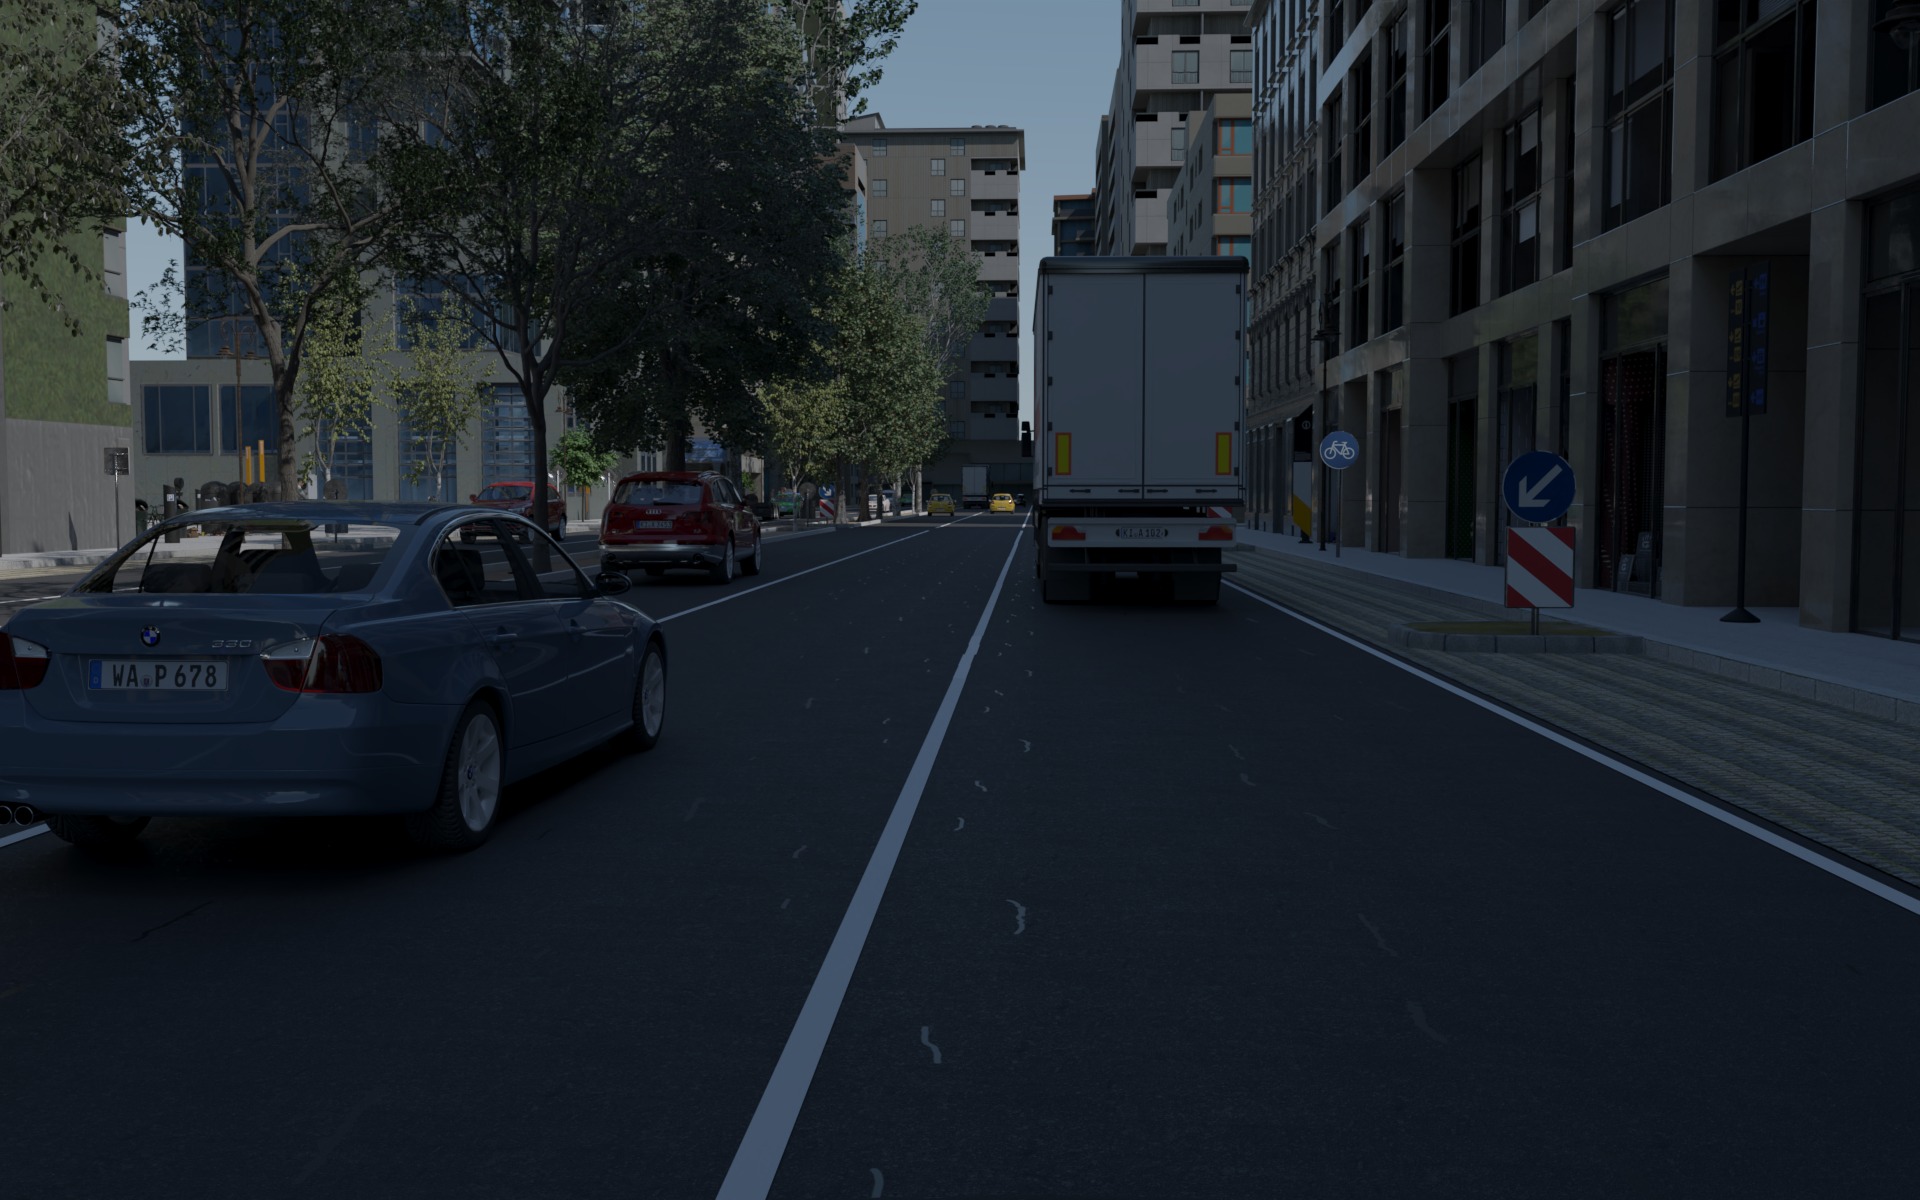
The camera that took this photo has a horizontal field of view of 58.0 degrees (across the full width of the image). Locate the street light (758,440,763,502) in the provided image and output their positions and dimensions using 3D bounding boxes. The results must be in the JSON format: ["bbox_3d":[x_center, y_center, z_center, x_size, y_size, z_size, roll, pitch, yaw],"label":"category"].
[{"bbox_3d":[-14.778,-9.554,128.987,0.468,5.910,1.993,0,4,3],"label":"street light"}]

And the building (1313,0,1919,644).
[{"bbox_3d":[18.253,-13.672,28.056,19.350,26.468,34.151,0,4,3],"label":"building"}]

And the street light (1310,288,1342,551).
[{"bbox_3d":[8.220,-4.054,39.067,0.468,5.910,1.993,0,4,3],"label":"street light"}]

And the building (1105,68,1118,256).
[{"bbox_3d":[27.251,-34.598,189.380,21.300,48.544,21.600,0,4,3],"label":"building"}]

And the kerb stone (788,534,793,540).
[{"bbox_3d":[-5.465,-1.972,54.482,0.120,0.150,1.000,0,4,3],"label":"kerb stone"}]

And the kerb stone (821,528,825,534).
[{"bbox_3d":[-5.095,-2.475,62.657,0.120,0.150,1.000,0,4,3],"label":"kerb stone"}]

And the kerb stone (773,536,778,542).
[{"bbox_3d":[-5.603,-1.787,51.412,0.120,0.150,1.000,0,4,3],"label":"kerb stone"}]

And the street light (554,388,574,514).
[{"bbox_3d":[-17.194,-6.272,75.334,0.468,5.910,1.993,0,4,3],"label":"street light"}]

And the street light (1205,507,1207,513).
[{"bbox_3d":[9.328,-5.664,65.388,0.468,5.910,1.993,0,4,3],"label":"street light"}]

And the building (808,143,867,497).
[{"bbox_3d":[-19.400,-34.700,217.452,14.200,45.320,14.600,0,4,3],"label":"building"}]

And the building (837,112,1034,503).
[{"bbox_3d":[-2.362,-40.240,247.169,27.495,52.752,28.713,0,4,3],"label":"building"}]

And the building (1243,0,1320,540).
[{"bbox_3d":[14.894,-12.578,54.805,9.793,20.994,18.267,0,4,3],"label":"building"}]

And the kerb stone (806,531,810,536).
[{"bbox_3d":[-5.284,-2.225,58.571,0.120,0.150,1.000,0,4,3],"label":"kerb stone"}]

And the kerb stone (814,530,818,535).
[{"bbox_3d":[-5.191,-2.350,60.616,0.120,0.150,1.000,0,4,3],"label":"kerb stone"}]

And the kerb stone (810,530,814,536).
[{"bbox_3d":[-5.236,-2.287,59.595,0.120,0.150,1.000,0,4,3],"label":"kerb stone"}]

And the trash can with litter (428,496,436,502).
[{"bbox_3d":[-20.555,-3.404,66.715,1.678,1.210,2.233,0,4,3],"label":"trash can with litter"}]

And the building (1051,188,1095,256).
[{"bbox_3d":[25.702,-36.057,244.160,28.867,44.769,22.147,0,4,3],"label":"building"}]

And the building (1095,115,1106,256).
[{"bbox_3d":[27.478,-35.938,211.294,21.300,48.544,21.600,0,4,3],"label":"building"}]

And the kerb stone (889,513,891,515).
[{"bbox_3d":[-4.844,-5.708,115.525,0.120,0.150,1.000,0,4,3],"label":"kerb stone"}]

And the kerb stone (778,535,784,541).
[{"bbox_3d":[-5.551,-1.850,52.437,0.120,0.150,1.000,0,4,3],"label":"kerb stone"}]

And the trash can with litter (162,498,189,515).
[{"bbox_3d":[-22.633,-2.384,50.374,0.624,1.170,1.055,1,4,11],"label":"trash can with litter"}]

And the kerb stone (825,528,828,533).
[{"bbox_3d":[-5.054,-2.537,63.681,0.120,0.150,1.000,0,4,3],"label":"kerb stone"}]

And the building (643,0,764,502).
[{"bbox_3d":[-27.155,-30.978,130.188,21.300,48.544,21.600,0,4,3],"label":"building"}]

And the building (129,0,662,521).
[{"bbox_3d":[-29.114,-47.825,94.608,22.319,86.520,31.000,0,4,3],"label":"building"}]

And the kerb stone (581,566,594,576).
[{"bbox_3d":[-6.555,-0.472,29.908,0.120,0.150,1.000,0,4,3],"label":"kerb stone"}]

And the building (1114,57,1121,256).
[{"bbox_3d":[22.535,-31.908,171.804,14.600,45.320,14.200,0,4,3],"label":"building"}]

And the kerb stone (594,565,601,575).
[{"bbox_3d":[-6.514,-0.534,30.938,0.120,0.150,1.000,0,4,3],"label":"kerb stone"}]

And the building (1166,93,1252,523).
[{"bbox_3d":[26.030,-14.877,88.277,28.899,21.520,27.650,0,4,3],"label":"building"}]

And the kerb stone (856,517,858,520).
[{"bbox_3d":[-5.800,-4.390,94.039,0.120,0.150,1.000,0,4,3],"label":"kerb stone"}]

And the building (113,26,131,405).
[{"bbox_3d":[-43.867,-31.475,56.611,28.212,58.520,21.231,0,4,3],"label":"building"}]

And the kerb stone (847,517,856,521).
[{"bbox_3d":[-5.851,-4.332,93.017,0.120,0.150,1.000,0,4,3],"label":"kerb stone"}]

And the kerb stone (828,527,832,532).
[{"bbox_3d":[-5.012,-2.600,64.704,0.120,0.150,1.000,0,4,3],"label":"kerb stone"}]

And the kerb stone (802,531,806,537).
[{"bbox_3d":[-5.334,-2.159,57.549,0.120,0.150,1.000,0,4,3],"label":"kerb stone"}]

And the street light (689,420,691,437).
[{"bbox_3d":[-15.959,-7.882,101.650,0.468,5.910,1.993,0,4,3],"label":"street light"}]

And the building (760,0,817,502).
[{"bbox_3d":[-25.717,-33.382,165.407,23.786,49.044,30.456,0,4,3],"label":"building"}]

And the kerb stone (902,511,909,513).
[{"bbox_3d":[-4.158,-6.650,130.924,0.120,0.150,1.000,0,4,3],"label":"kerb stone"}]

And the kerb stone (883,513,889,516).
[{"bbox_3d":[-4.943,-5.580,113.474,0.120,0.150,1.000,0,4,3],"label":"kerb stone"}]

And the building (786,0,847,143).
[{"bbox_3d":[-27.137,-49.286,244.080,20.611,71.187,20.563,0,4,3],"label":"building"}]

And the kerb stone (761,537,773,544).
[{"bbox_3d":[-5.642,-1.724,50.390,0.120,0.150,1.000,0,4,3],"label":"kerb stone"}]

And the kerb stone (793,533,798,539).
[{"bbox_3d":[-5.417,-2.037,55.503,0.120,0.150,1.000,0,4,3],"label":"kerb stone"}]

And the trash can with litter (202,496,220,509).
[{"bbox_3d":[-22.425,-2.550,52.742,2.233,1.210,1.678,0,4,-7],"label":"trash can with litter"}]

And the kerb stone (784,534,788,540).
[{"bbox_3d":[-5.511,-1.910,53.461,0.120,0.150,1.000,0,4,3],"label":"kerb stone"}]

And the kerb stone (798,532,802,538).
[{"bbox_3d":[-5.380,-2.093,56.528,0.120,0.150,1.000,0,4,3],"label":"kerb stone"}]

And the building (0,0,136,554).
[{"bbox_3d":[-27.267,-21.442,34.172,14.154,41.232,14.086,0,4,3],"label":"building"}]

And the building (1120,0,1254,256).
[{"bbox_3d":[26.421,-33.300,133.687,28.713,52.752,27.495,0,4,3],"label":"building"}]

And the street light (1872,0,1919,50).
[{"bbox_3d":[7.096,-2.425,12.438,0.468,5.910,1.993,0,4,3],"label":"street light"}]

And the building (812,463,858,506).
[{"bbox_3d":[-26.831,-21.462,195.948,27.650,21.520,28.899,0,4,3],"label":"building"}]

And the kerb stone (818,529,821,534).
[{"bbox_3d":[-5.150,-2.412,61.637,0.120,0.150,1.000,0,4,3],"label":"kerb stone"}]

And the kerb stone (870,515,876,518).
[{"bbox_3d":[-5.258,-5.144,106.306,0.120,0.150,1.000,0,4,3],"label":"kerb stone"}]

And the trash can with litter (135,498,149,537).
[{"bbox_3d":[-21.525,-2.076,45.331,0.624,1.170,1.055,-1,4,-13],"label":"trash can with litter"}]
